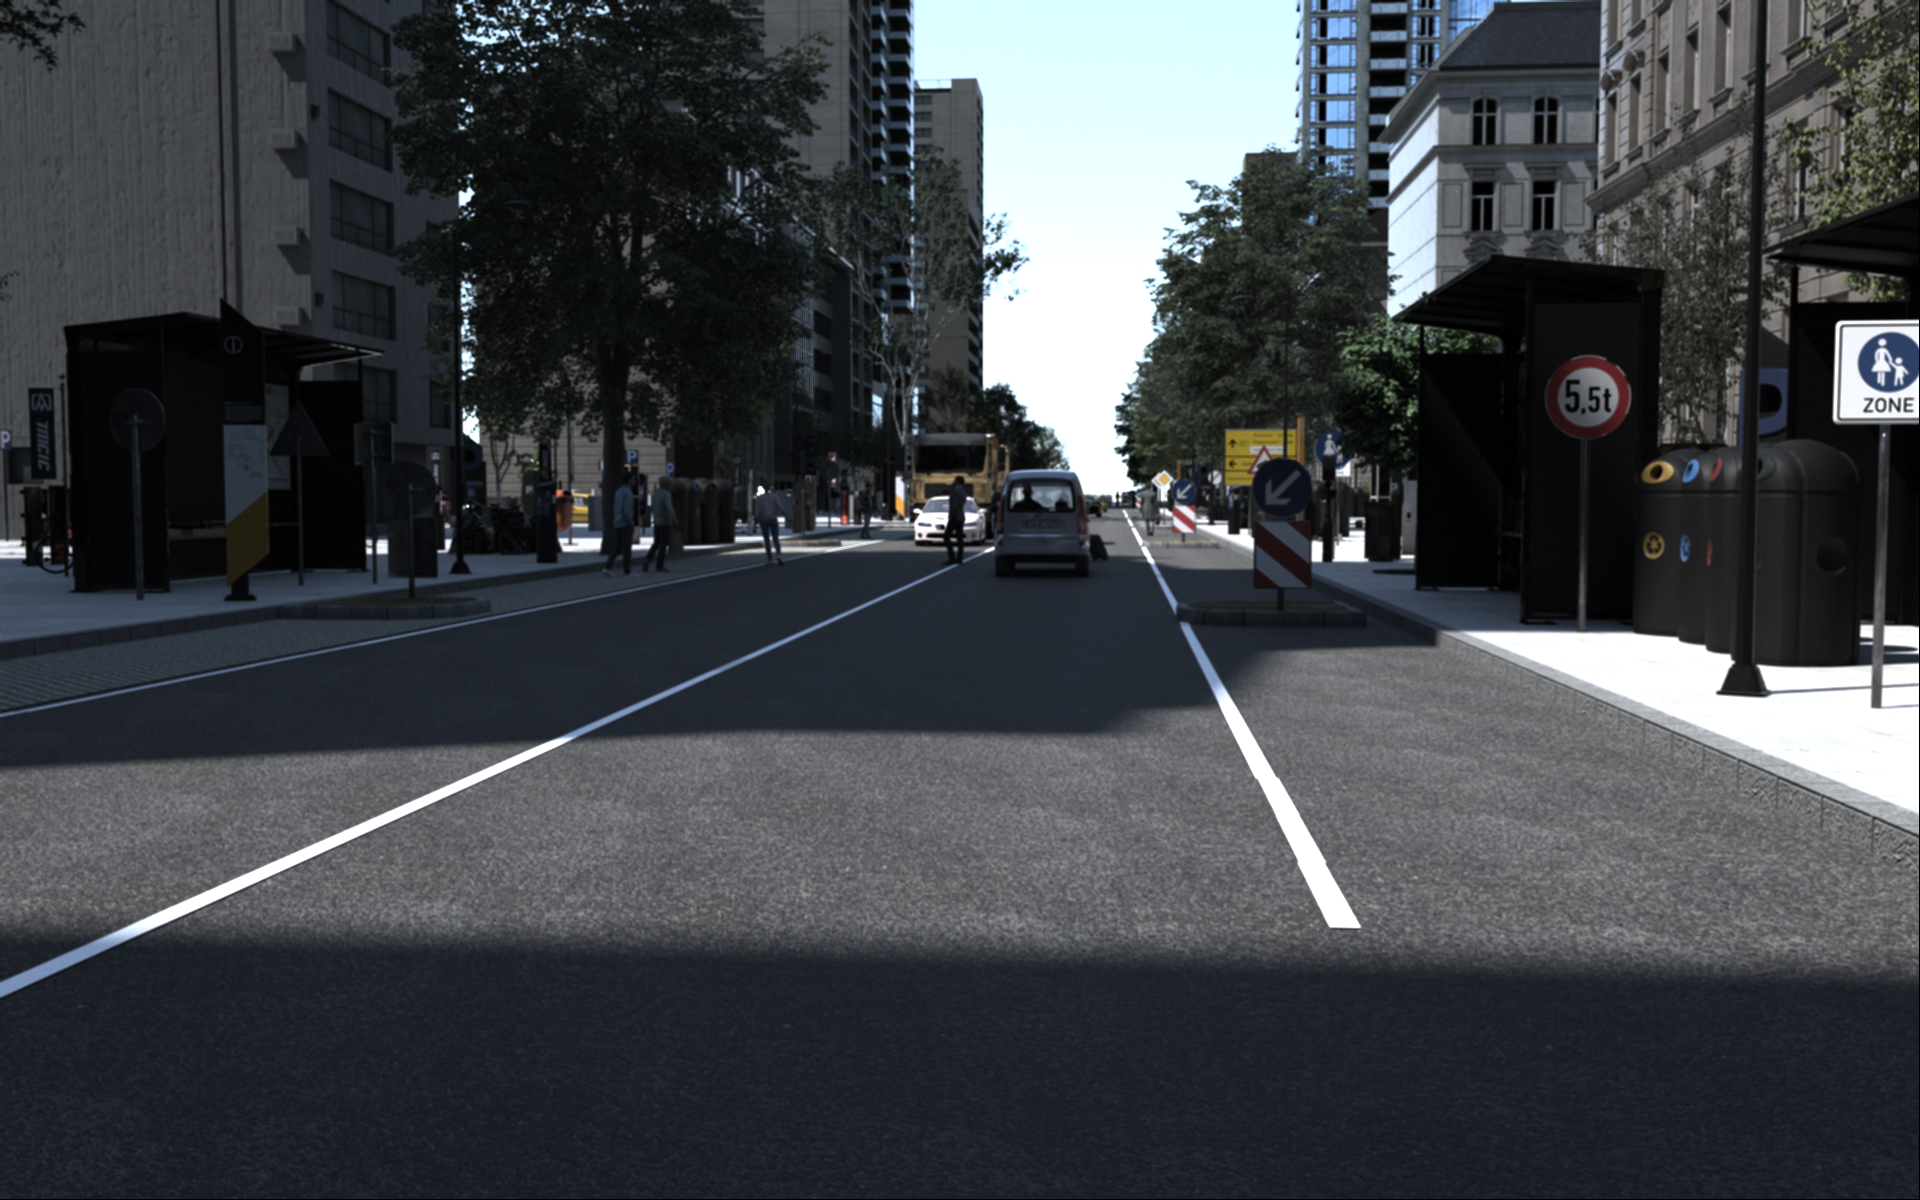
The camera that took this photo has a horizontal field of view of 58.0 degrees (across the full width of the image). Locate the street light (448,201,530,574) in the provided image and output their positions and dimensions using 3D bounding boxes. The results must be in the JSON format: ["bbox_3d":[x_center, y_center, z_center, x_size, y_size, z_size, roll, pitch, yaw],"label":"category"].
[{"bbox_3d":[-7.503,-3.370,27.636,1.470,5.913,1.316,0,4,5],"label":"street light"}]

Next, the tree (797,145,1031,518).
[{"bbox_3d":[-1.651,-14.454,92.216,12.611,20.169,13.585,0,3,0],"label":"tree"}]

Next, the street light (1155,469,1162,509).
[{"bbox_3d":[14.574,-9.232,123.485,1.470,5.913,1.316,0,4,5],"label":"street light"}]

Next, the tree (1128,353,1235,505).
[{"bbox_3d":[14.933,-11.592,115.287,9.928,11.665,9.643,0,3,0],"label":"tree"}]

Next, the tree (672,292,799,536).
[{"bbox_3d":[-6.557,-6.259,52.699,4.737,8.622,4.395,0,3,0],"label":"tree"}]

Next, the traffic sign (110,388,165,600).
[{"bbox_3d":[-9.943,-1.274,20.930,0.768,2.556,0.104,1,4,14],"label":"traffic sign"}]

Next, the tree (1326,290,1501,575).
[{"bbox_3d":[7.401,-2.705,27.942,4.285,4.588,4.351,0,3,0],"label":"tree"}]

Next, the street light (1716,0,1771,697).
[{"bbox_3d":[4.488,-2.351,10.984,1.470,5.913,1.316,0,4,5],"label":"street light"}]

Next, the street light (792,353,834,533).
[{"bbox_3d":[-4.863,-5.182,57.263,1.470,5.913,1.316,0,4,5],"label":"street light"}]

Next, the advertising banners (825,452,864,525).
[{"bbox_3d":[-4.730,-4.606,71.490,2.074,3.025,0.090,3,5,43],"label":"advertising banners"}]

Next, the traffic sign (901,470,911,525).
[{"bbox_3d":[-2.075,-4.180,71.983,0.795,2.450,0.064,0,4,5],"label":"traffic sign"}]

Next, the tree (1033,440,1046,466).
[{"bbox_3d":[7.718,-15.922,210.681,4.360,8.622,3.978,0,3,0],"label":"tree"}]

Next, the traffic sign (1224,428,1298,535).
[{"bbox_3d":[9.351,-3.673,53.931,2.265,3.308,0.079,0,4,7],"label":"traffic sign"}]

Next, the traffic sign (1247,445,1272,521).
[{"bbox_3d":[8.094,-2.824,46.181,0.884,2.594,0.081,0,4,7],"label":"traffic sign"}]

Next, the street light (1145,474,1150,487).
[{"bbox_3d":[17.248,-11.077,153.648,1.470,5.913,1.316,0,4,5],"label":"street light"}]

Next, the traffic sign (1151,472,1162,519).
[{"bbox_3d":[9.088,-4.608,78.984,0.795,2.450,0.064,0,4,5],"label":"traffic sign"}]

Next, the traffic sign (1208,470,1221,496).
[{"bbox_3d":[13.747,-5.704,93.359,0.768,2.556,0.104,1,4,14],"label":"traffic sign"}]

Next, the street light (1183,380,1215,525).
[{"bbox_3d":[9.770,-6.013,70.857,1.470,5.913,1.316,0,4,5],"label":"street light"}]

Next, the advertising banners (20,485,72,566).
[{"bbox_3d":[-16.462,-2.162,31.538,0.090,3.025,2.074,0,4,4],"label":"advertising banners"}]

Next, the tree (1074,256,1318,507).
[{"bbox_3d":[13.136,-10.710,85.472,12.009,13.543,11.850,0,3,0],"label":"tree"}]

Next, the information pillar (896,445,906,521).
[{"bbox_3d":[-2.846,-5.593,82.795,0.504,3.616,0.183,2,4,29],"label":"information pillar"}]

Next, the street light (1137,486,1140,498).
[{"bbox_3d":[24.090,-15.742,229.918,1.470,5.913,1.316,0,4,5],"label":"street light"}]

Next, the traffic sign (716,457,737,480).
[{"bbox_3d":[-8.100,-3.656,59.878,0.768,2.556,0.104,1,4,9],"label":"traffic sign"}]

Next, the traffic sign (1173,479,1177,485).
[{"bbox_3d":[18.662,-9.106,148.981,0.768,2.556,0.104,1,4,14],"label":"traffic sign"}]

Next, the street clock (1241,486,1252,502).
[{"bbox_3d":[15.682,-5.555,95.390,0.358,2.002,0.471,3,5,39],"label":"street clock"}]

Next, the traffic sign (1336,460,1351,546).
[{"bbox_3d":[9.363,-2.492,42.868,0.606,2.300,0.079,1,4,14],"label":"traffic sign"}]

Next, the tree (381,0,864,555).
[{"bbox_3d":[-7.208,-7.936,36.416,9.857,13.997,8.962,0,3,0],"label":"tree"}]

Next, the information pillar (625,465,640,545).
[{"bbox_3d":[-8.355,-2.417,44.018,0.304,2.012,0.304,3,5,42],"label":"information pillar"}]

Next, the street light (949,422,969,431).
[{"bbox_3d":[-0.111,-8.478,111.163,1.470,5.913,1.316,0,4,5],"label":"street light"}]

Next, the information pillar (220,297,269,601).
[{"bbox_3d":[-8.585,-1.799,20.768,0.504,3.616,0.183,-1,4,-15],"label":"information pillar"}]

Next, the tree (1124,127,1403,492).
[{"bbox_3d":[10.836,-9.495,61.902,9.857,13.997,8.962,0,3,0],"label":"tree"}]

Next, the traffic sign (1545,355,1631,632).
[{"bbox_3d":[5.775,-0.973,16.013,0.768,2.556,0.104,0,4,6],"label":"traffic sign"}]

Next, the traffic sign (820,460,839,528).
[{"bbox_3d":[-4.918,-3.983,65.220,0.768,2.556,0.104,1,4,12],"label":"traffic sign"}]

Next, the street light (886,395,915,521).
[{"bbox_3d":[-2.808,-6.667,81.542,1.470,5.913,1.316,0,4,5],"label":"street light"}]

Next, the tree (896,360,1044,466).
[{"bbox_3d":[0.012,-11.376,120.412,8.767,10.594,7.601,-3,5,-40],"label":"tree"}]

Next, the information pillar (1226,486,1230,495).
[{"bbox_3d":[18.577,-7.906,120.622,0.183,3.616,0.504,-3,5,-45],"label":"information pillar"}]

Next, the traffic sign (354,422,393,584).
[{"bbox_3d":[-8.364,-1.381,24.704,0.606,2.300,0.079,1,4,14],"label":"traffic sign"}]

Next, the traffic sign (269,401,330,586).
[{"bbox_3d":[-9.238,-1.481,24.214,0.884,2.594,0.081,0,4,6],"label":"traffic sign"}]

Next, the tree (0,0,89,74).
[{"bbox_3d":[-10.400,-4.756,12.181,8.767,10.594,7.601,1,4,8],"label":"tree"}]

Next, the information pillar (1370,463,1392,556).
[{"bbox_3d":[8.127,-1.772,33.472,0.304,2.012,0.304,-1,4,-14],"label":"information pillar"}]

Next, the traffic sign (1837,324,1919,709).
[{"bbox_3d":[5.487,-0.500,10.302,0.606,2.300,0.079,0,4,7],"label":"traffic sign"}]

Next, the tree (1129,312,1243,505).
[{"bbox_3d":[14.233,-11.538,106.769,7.486,12.596,7.792,0,3,0],"label":"tree"}]

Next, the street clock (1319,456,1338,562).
[{"bbox_3d":[6.946,-1.720,32.689,0.358,2.002,0.471,1,4,13],"label":"street clock"}]

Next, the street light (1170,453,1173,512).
[{"bbox_3d":[11.879,-7.420,93.863,1.470,5.913,1.316,0,4,5],"label":"street light"}]

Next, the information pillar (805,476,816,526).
[{"bbox_3d":[-6.042,-4.016,70.155,0.304,2.012,0.304,3,5,43],"label":"information pillar"}]

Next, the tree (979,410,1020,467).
[{"bbox_3d":[2.841,-12.025,146.976,4.360,8.622,3.978,0,3,0],"label":"tree"}]

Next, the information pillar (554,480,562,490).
[{"bbox_3d":[-21.017,-5.267,90.604,0.304,2.012,0.304,2,4,29],"label":"information pillar"}]

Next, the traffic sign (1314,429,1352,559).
[{"bbox_3d":[7.333,-2.073,34.006,0.768,2.556,0.104,1,4,9],"label":"traffic sign"}]

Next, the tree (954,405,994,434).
[{"bbox_3d":[0.994,-11.449,137.548,4.737,8.622,4.395,0,3,0],"label":"tree"}]

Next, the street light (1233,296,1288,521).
[{"bbox_3d":[7.094,-4.167,40.665,1.470,5.913,1.316,0,4,5],"label":"street light"}]

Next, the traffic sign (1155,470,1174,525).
[{"bbox_3d":[8.376,-4.122,71.031,0.795,2.450,0.064,0,4,5],"label":"traffic sign"}]
